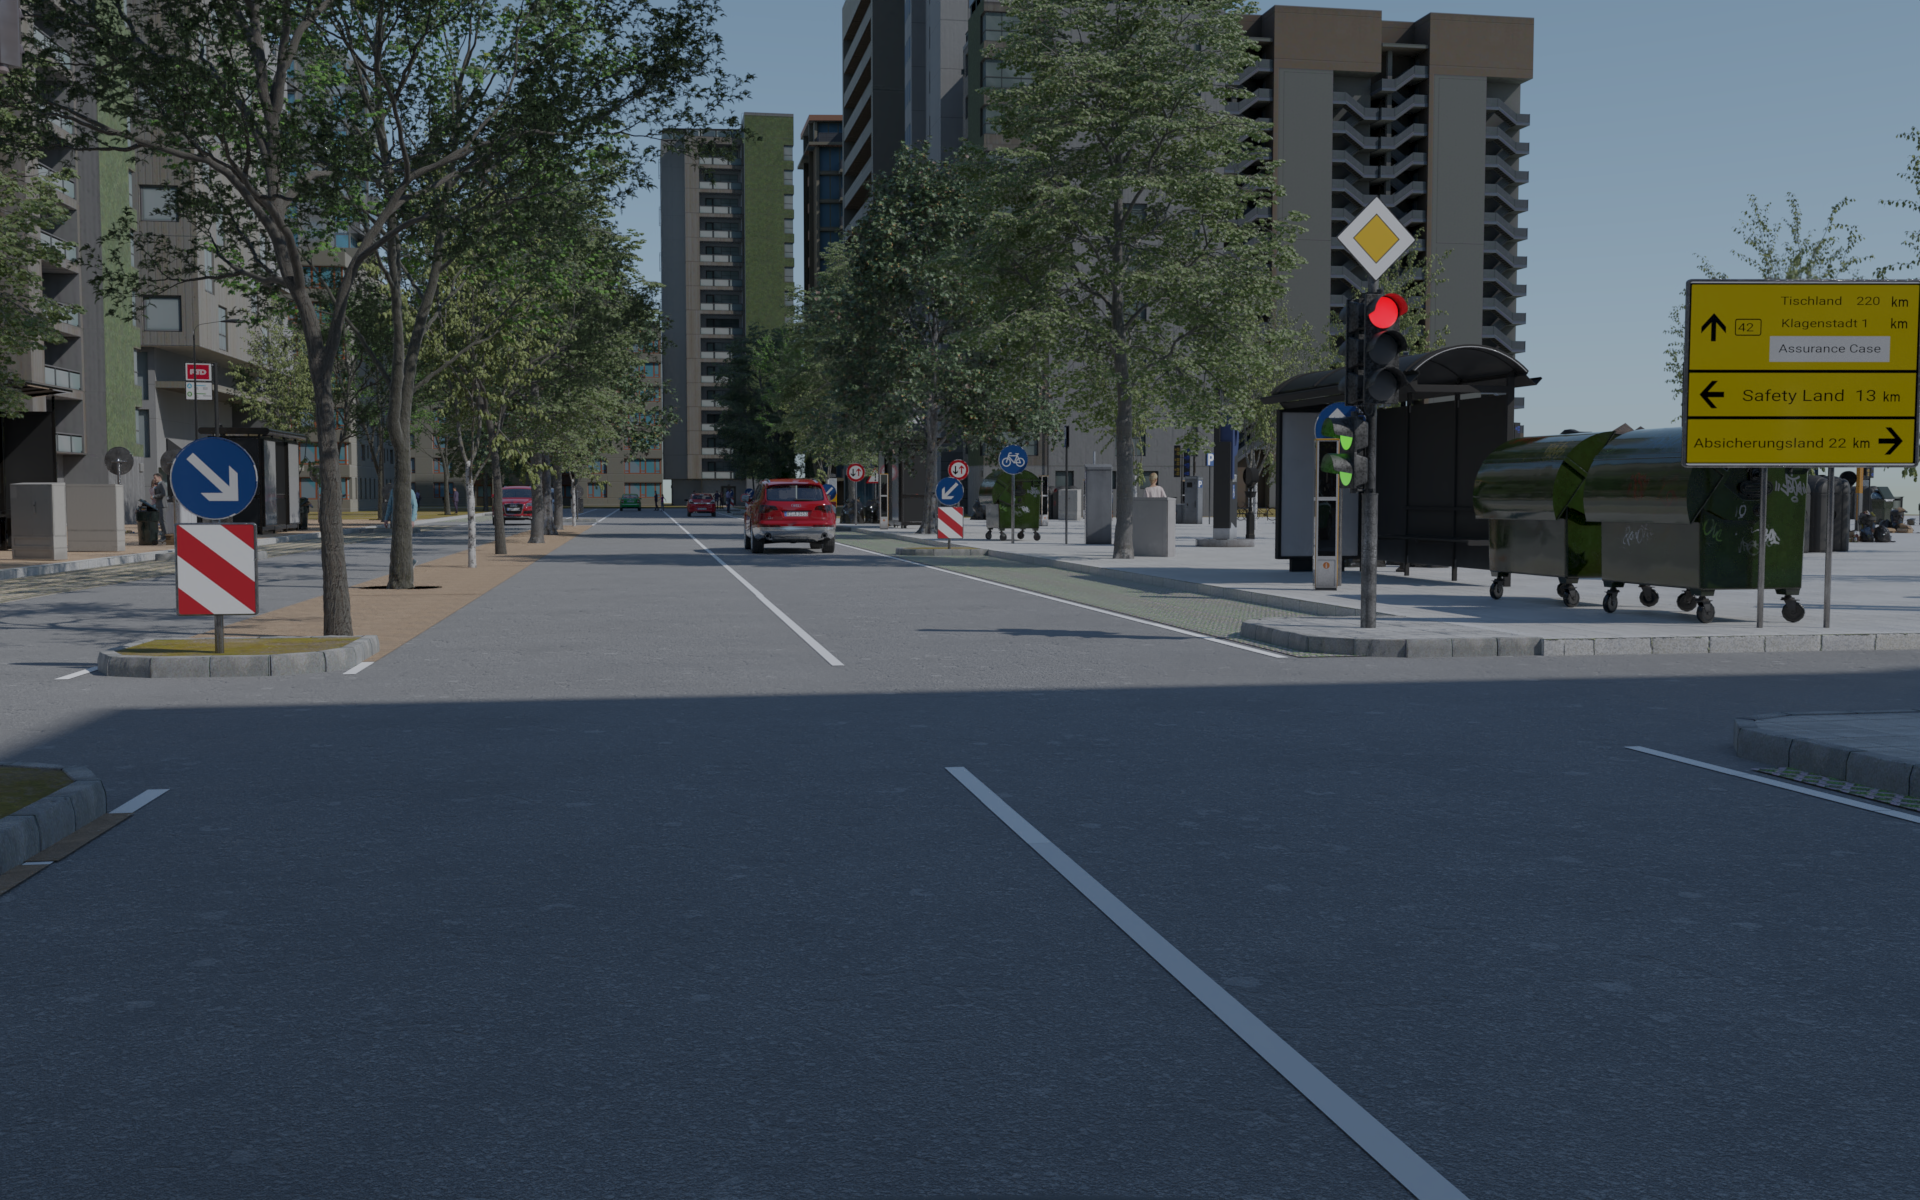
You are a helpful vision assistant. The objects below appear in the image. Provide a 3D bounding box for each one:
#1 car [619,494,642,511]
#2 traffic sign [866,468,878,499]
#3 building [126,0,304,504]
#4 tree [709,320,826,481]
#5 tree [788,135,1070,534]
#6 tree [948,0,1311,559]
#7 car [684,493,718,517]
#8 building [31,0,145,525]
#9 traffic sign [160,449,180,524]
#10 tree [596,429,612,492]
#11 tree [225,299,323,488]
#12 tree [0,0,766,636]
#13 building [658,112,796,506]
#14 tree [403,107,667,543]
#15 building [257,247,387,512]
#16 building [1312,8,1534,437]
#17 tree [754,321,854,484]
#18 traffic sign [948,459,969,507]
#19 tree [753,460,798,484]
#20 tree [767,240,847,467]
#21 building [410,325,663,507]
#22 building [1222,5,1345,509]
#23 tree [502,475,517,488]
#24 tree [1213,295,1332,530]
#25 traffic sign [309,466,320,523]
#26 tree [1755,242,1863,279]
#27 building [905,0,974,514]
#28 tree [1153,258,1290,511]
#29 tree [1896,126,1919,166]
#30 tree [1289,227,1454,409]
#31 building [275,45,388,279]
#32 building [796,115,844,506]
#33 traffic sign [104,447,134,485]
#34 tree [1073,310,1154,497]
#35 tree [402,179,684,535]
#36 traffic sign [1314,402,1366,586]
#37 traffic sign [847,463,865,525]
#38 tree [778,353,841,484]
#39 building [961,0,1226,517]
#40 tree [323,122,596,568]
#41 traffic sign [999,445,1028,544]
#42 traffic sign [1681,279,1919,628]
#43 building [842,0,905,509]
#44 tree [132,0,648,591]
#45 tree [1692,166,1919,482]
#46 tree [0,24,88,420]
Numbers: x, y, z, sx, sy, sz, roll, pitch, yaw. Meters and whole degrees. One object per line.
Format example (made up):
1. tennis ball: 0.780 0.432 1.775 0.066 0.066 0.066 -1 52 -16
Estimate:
1. car: -28.021 -8.463 147.172 1.959 1.807 4.718 -1 4 -11
2. traffic sign: -4.090 -5.123 83.769 0.884 2.594 0.081 0 4 -2
3. building: -53.429 -30.973 95.641 28.713 52.752 27.495 -1 4 -10
4. tree: -13.524 -13.395 125.667 9.857 13.997 8.962 0 3 0
5. tree: -0.832 -8.470 55.495 9.611 12.733 9.660 0 3 0
6. tree: 2.960 -7.111 34.385 7.486 12.596 7.792 0 3 0
7. car: -16.508 -6.205 110.498 2.155 1.783 4.494 -1 4 -10
8. building: -41.181 -23.406 66.279 14.154 41.232 14.086 -1 4 -10
9. traffic sign: -22.171 -2.984 48.890 0.768 2.556 0.104 0 4 -6
10. tree: -16.894 -7.517 75.720 4.737 8.622 4.395 0 3 0
11. tree: -24.438 -6.896 63.114 4.737 8.622 4.395 0 3 0
12. tree: -6.140 -4.902 17.020 8.767 10.594 7.601 -1 4 -10
13. building: -25.420 -30.871 188.329 14.086 41.232 14.154 -1 4 -10
14. tree: -12.430 -7.928 50.199 7.486 12.596 7.792 0 3 0
15. building: -60.535 -17.729 134.906 28.899 21.520 27.650 -1 4 -10
16. building: 42.448 -31.197 160.181 14.200 45.320 14.600 -1 4 -10
17. tree: -8.307 -10.710 100.865 9.928 11.665 9.643 0 3 0
18. traffic sign: -0.062 -3.903 63.922 0.768 2.556 0.104 -1 4 -9
19. tree: -14.148 -9.178 133.767 4.285 4.588 4.351 0 3 0
20. tree: -4.947 -9.803 78.408 7.486 12.596 7.792 0 3 0
21. building: -47.775 -21.204 191.720 28.899 21.520 27.650 -1 4 -10
22. building: 28.433 -31.057 157.888 14.200 45.320 14.600 -1 4 -10
23. tree: -41.626 -10.045 158.830 1.663 3.219 1.824 0 3 0
24. tree: 10.802 -6.814 61.765 4.360 8.622 3.978 0 3 0
25. traffic sign: -28.667 -4.725 77.357 0.768 2.556 0.104 0 4 -4
26. tree: 24.217 -6.096 50.038 4.360 8.622 3.978 0 3 0
27. building: 6.590 -35.617 124.337 21.231 58.520 28.212 -1 4 -10
28. tree: 9.269 -6.337 53.978 4.737 8.622 4.395 0 3 0
29. tree: 19.271 -5.057 33.042 4.737 8.622 4.395 0 3 0
30. tree: 11.898 -6.002 48.498 4.737 8.622 4.395 0 3 0
31. building: -76.717 -34.530 184.173 30.456 49.044 23.786 -1 4 -10
32. building: -4.906 -33.124 196.196 28.867 44.769 22.147 -1 4 -10
33. traffic sign: -22.539 -2.834 46.438 0.768 2.556 0.104 0 4 -4
34. tree: 6.700 -7.202 68.116 4.737 8.622 4.395 0 3 0
35. tree: -14.419 -8.591 59.931 9.611 12.733 9.660 0 3 0
36. traffic sign: 5.280 -1.466 24.083 0.768 2.556 0.104 0 4 -4
37. traffic sign: -4.286 -4.355 71.307 0.768 2.556 0.104 0 4 -7
38. tree: -6.818 -8.293 85.950 4.737 8.622 4.395 0 3 0
39. building: 6.993 -20.298 103.580 14.160 30.474 14.107 -1 4 -10
40. tree: -9.357 -4.906 33.028 4.737 8.622 4.395 0 3 0
41. traffic sign: 1.368 -2.730 44.743 0.768 2.556 0.104 0 4 -7
42. traffic sign: 7.992 -1.384 16.506 2.265 3.308 0.079 0 4 -1
43. building: 1.718 -32.134 149.096 21.300 48.544 21.600 -1 4 -10
44. tree: -8.272 -5.956 25.593 9.928 11.665 9.643 0 3 0
45. tree: 19.803 -5.573 41.488 4.737 8.622 4.395 0 3 0
46. tree: -17.735 -6.606 26.135 7.486 12.596 7.792 0 3 0
